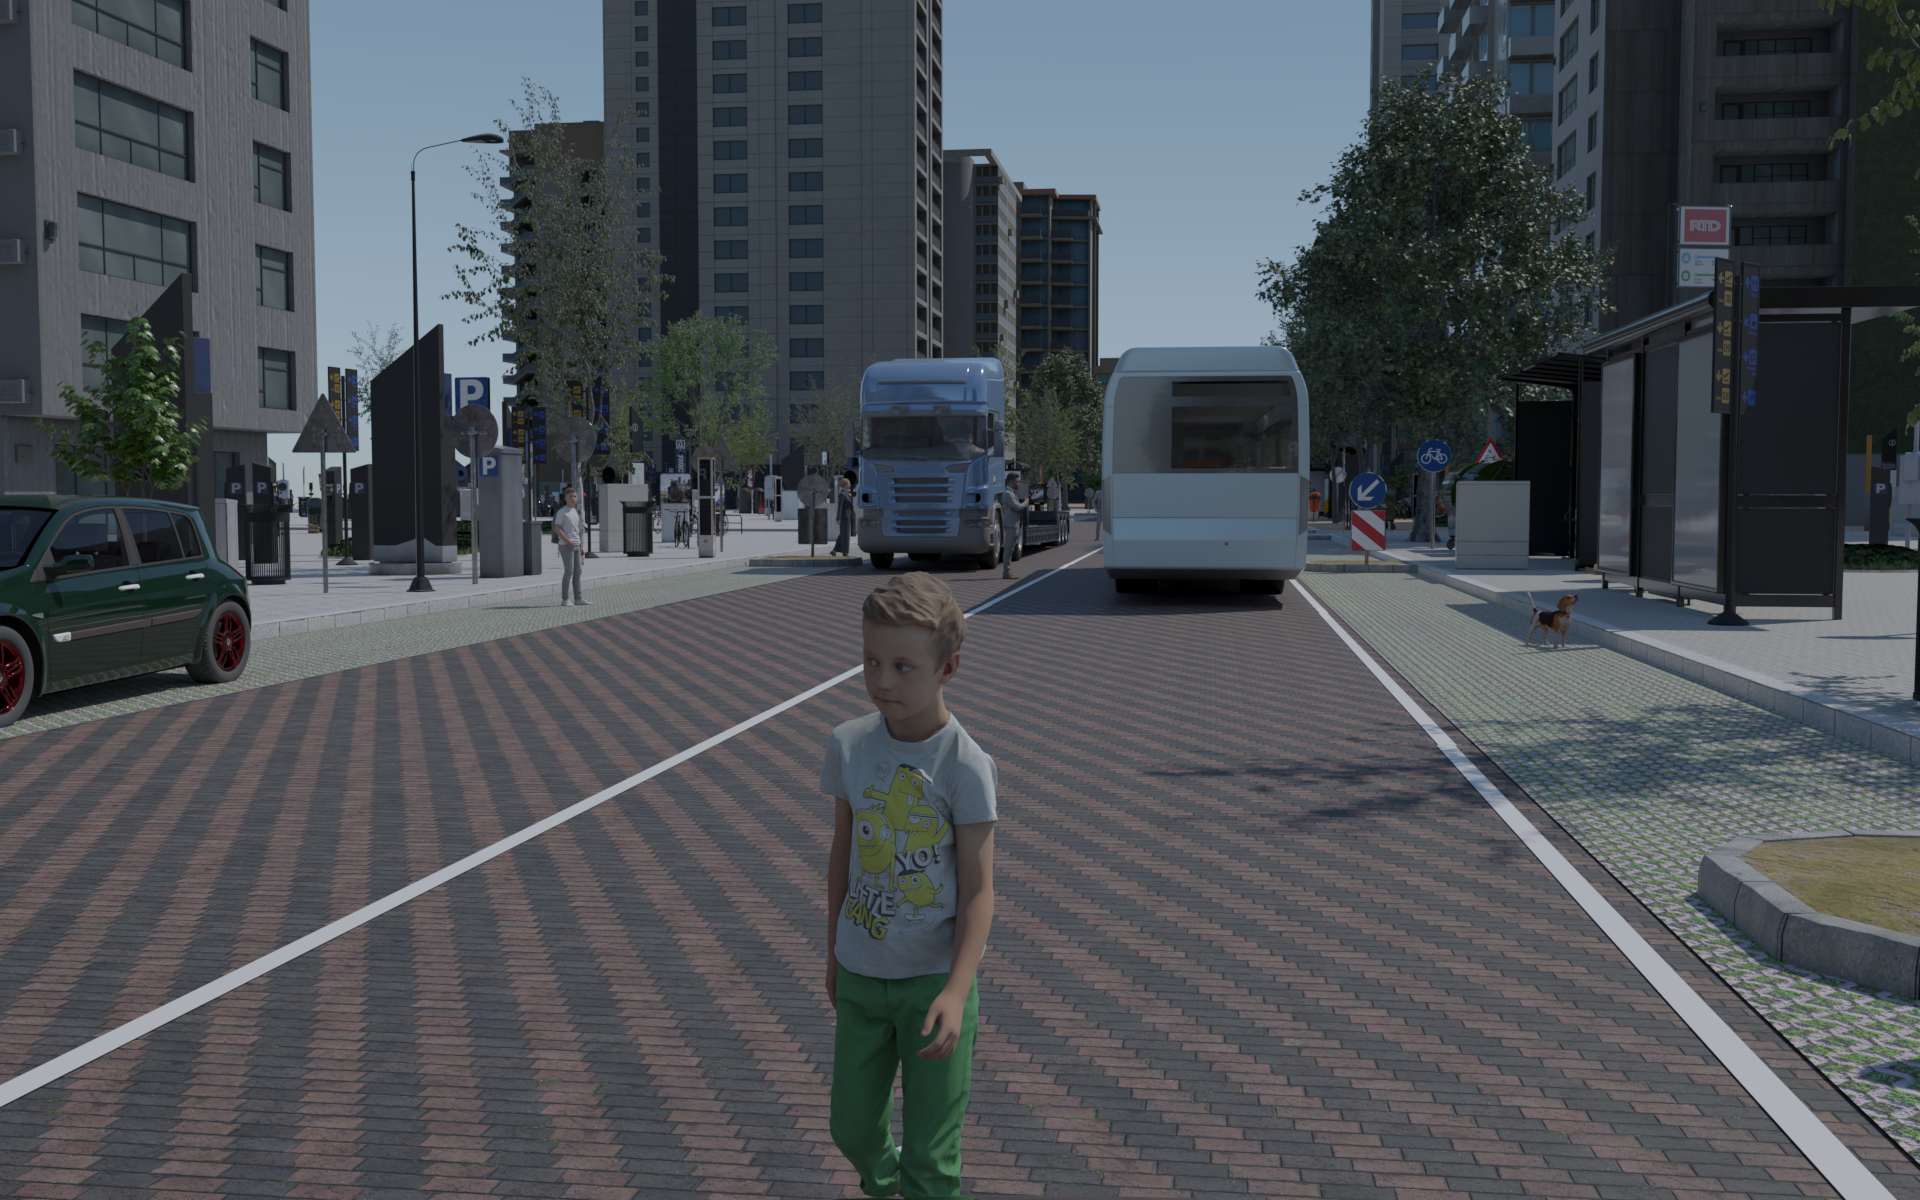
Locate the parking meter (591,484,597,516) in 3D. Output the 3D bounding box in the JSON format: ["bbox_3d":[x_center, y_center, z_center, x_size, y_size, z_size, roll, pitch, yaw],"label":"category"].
[{"bbox_3d":[-21.489,-5.872,101.715,0.255,1.863,0.399,-1,4,-17],"label":"parking meter"}]

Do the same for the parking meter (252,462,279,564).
[{"bbox_3d":[-12.804,-1.605,31.953,0.399,1.863,0.255,0,4,1],"label":"parking meter"}]

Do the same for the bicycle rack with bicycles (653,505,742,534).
[{"bbox_3d":[-8.272,-2.592,55.756,2.852,0.926,2.925,-2,4,-34],"label":"bicycle rack with bicycles"}]

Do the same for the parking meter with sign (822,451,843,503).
[{"bbox_3d":[-4.765,-4.591,71.318,1.738,3.016,0.543,-2,4,-26],"label":"parking meter with sign"}]

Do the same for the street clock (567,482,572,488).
[{"bbox_3d":[-24.178,-6.311,107.748,0.358,2.002,0.471,2,4,24],"label":"street clock"}]

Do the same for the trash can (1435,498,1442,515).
[{"bbox_3d":[28.826,-5.676,104.459,0.748,1.137,0.748,0,3,0],"label":"trash can"}]

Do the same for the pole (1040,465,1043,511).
[{"bbox_3d":[5.501,-7.541,117.140,0.158,3.312,0.155,0,3,0],"label":"pole"}]

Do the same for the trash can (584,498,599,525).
[{"bbox_3d":[-15.300,-3.691,72.005,0.748,1.137,0.748,0,3,0],"label":"trash can"}]

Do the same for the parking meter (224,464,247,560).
[{"bbox_3d":[-14.002,-1.699,33.493,0.399,1.863,0.255,-1,4,-21],"label":"parking meter"}]

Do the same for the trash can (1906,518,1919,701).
[{"bbox_3d":[5.964,0.090,10.179,0.748,1.137,0.748,0,3,0],"label":"trash can"}]

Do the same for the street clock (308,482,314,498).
[{"bbox_3d":[-40.104,-6.268,107.058,0.358,2.002,0.471,-1,4,-21],"label":"street clock"}]

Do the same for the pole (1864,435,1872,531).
[{"bbox_3d":[31.482,-4.050,60.054,0.158,3.312,0.155,0,3,0],"label":"pole"}]

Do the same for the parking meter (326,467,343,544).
[{"bbox_3d":[-13.227,-1.886,36.541,0.255,1.863,0.399,0,4,7],"label":"parking meter"}]

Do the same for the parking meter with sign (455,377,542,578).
[{"bbox_3d":[-7.051,-1.860,26.675,0.543,3.016,1.738,1,4,15],"label":"parking meter with sign"}]

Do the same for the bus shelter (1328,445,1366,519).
[{"bbox_3d":[18.805,-5.733,85.020,1.731,3.624,6.357,0,4,8],"label":"bus shelter"}]

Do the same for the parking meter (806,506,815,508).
[{"bbox_3d":[-7.060,-4.653,81.792,0.399,1.863,0.255,3,5,42],"label":"parking meter"}]

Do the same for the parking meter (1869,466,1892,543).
[{"bbox_3d":[19.060,-1.844,35.856,0.399,1.863,0.255,2,4,28],"label":"parking meter"}]

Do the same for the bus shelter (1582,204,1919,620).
[{"bbox_3d":[9.279,-2.700,21.779,2.179,5.291,8.768,0,4,8],"label":"bus shelter"}]

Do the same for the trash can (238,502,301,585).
[{"bbox_3d":[-9.841,-0.793,24.615,0.748,1.137,0.748,0,3,0],"label":"trash can"}]

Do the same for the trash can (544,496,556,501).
[{"bbox_3d":[-26.555,-6.153,112.257,0.748,1.137,0.748,0,3,0],"label":"trash can"}]

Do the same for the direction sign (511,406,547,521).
[{"bbox_3d":[-11.168,-3.238,44.933,0.876,3.537,0.379,-1,4,-23],"label":"direction sign"}]

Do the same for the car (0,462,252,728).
[{"bbox_3d":[-6.510,-0.123,11.797,2.009,1.686,4.222,0,4,7],"label":"car"}]

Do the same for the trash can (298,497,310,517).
[{"bbox_3d":[-36.268,-5.146,95.793,0.748,1.137,0.748,0,3,0],"label":"trash can"}]

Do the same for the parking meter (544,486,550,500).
[{"bbox_3d":[-28.354,-6.922,118.891,0.255,1.863,0.399,-2,4,-34],"label":"parking meter"}]

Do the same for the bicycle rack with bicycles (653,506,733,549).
[{"bbox_3d":[-7.148,-1.731,41.683,2.852,0.926,2.925,0,4,0],"label":"bicycle rack with bicycles"}]

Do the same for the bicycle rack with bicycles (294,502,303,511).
[{"bbox_3d":[-50.174,-7.404,134.439,2.925,0.926,2.852,-2,4,-23],"label":"bicycle rack with bicycles"}]

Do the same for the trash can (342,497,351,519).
[{"bbox_3d":[-30.941,-4.643,87.573,0.748,1.137,0.748,0,3,0],"label":"trash can"}]

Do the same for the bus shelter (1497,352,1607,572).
[{"bbox_3d":[11.159,-2.467,31.620,1.731,3.624,6.357,1,4,8],"label":"bus shelter"}]

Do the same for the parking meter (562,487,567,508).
[{"bbox_3d":[-31.391,-8.062,137.519,0.399,1.863,0.255,-3,5,-41],"label":"parking meter"}]

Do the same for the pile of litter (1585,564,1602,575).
[{"bbox_3d":[10.637,-0.827,27.488,1.176,0.858,1.719,0,4,1],"label":"pile of litter"}]

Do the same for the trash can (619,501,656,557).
[{"bbox_3d":[-6.601,-1.458,35.492,0.748,1.137,0.748,0,3,0],"label":"trash can"}]

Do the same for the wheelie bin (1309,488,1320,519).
[{"bbox_3d":[17.858,-4.868,87.500,0.693,1.594,0.980,1,4,14],"label":"wheelie bin"}]

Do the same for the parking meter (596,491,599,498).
[{"bbox_3d":[-25.629,-6.969,122.346,0.372,1.533,0.369,0,3,0],"label":"parking meter"}]

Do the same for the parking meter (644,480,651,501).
[{"bbox_3d":[-12.419,-3.836,68.434,0.399,1.863,0.255,-3,5,-43],"label":"parking meter"}]

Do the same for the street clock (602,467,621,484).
[{"bbox_3d":[-9.182,-2.514,45.666,0.471,2.002,0.358,2,4,30],"label":"street clock"}]

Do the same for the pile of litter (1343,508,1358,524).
[{"bbox_3d":[16.907,-3.664,73.868,1.176,0.858,1.719,1,4,9],"label":"pile of litter"}]

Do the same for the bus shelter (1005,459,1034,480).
[{"bbox_3d":[3.181,-6.731,103.979,2.014,3.302,5.546,0,4,8],"label":"bus shelter"}]

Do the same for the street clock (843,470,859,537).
[{"bbox_3d":[-3.251,-2.904,52.048,0.471,2.002,0.358,2,4,26],"label":"street clock"}]

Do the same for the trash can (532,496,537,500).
[{"bbox_3d":[-27.609,-6.116,111.643,0.748,1.137,0.748,0,3,0],"label":"trash can"}]

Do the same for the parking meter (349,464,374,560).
[{"bbox_3d":[-11.588,-1.702,33.534,0.399,1.863,0.255,0,4,3],"label":"parking meter"}]

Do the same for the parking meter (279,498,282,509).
[{"bbox_3d":[-47.929,-6.947,121.999,0.372,1.533,0.369,0,3,0],"label":"parking meter"}]

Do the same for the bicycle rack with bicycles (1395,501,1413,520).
[{"bbox_3d":[22.241,-4.515,87.205,2.852,0.926,2.925,0,4,0],"label":"bicycle rack with bicycles"}]

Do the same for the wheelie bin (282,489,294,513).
[{"bbox_3d":[-45.892,-6.742,118.146,0.980,1.594,0.693,0,4,-5],"label":"wheelie bin"}]

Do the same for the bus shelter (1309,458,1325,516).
[{"bbox_3d":[20.566,-6.405,98.646,2.014,3.302,5.546,1,4,8],"label":"bus shelter"}]

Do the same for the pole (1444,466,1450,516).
[{"bbox_3d":[22.259,-5.215,79.107,0.158,3.312,0.155,0,3,0],"label":"pole"}]

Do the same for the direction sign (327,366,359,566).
[{"bbox_3d":[-11.068,-2.395,31.158,0.379,3.537,0.876,1,4,14],"label":"direction sign"}]
